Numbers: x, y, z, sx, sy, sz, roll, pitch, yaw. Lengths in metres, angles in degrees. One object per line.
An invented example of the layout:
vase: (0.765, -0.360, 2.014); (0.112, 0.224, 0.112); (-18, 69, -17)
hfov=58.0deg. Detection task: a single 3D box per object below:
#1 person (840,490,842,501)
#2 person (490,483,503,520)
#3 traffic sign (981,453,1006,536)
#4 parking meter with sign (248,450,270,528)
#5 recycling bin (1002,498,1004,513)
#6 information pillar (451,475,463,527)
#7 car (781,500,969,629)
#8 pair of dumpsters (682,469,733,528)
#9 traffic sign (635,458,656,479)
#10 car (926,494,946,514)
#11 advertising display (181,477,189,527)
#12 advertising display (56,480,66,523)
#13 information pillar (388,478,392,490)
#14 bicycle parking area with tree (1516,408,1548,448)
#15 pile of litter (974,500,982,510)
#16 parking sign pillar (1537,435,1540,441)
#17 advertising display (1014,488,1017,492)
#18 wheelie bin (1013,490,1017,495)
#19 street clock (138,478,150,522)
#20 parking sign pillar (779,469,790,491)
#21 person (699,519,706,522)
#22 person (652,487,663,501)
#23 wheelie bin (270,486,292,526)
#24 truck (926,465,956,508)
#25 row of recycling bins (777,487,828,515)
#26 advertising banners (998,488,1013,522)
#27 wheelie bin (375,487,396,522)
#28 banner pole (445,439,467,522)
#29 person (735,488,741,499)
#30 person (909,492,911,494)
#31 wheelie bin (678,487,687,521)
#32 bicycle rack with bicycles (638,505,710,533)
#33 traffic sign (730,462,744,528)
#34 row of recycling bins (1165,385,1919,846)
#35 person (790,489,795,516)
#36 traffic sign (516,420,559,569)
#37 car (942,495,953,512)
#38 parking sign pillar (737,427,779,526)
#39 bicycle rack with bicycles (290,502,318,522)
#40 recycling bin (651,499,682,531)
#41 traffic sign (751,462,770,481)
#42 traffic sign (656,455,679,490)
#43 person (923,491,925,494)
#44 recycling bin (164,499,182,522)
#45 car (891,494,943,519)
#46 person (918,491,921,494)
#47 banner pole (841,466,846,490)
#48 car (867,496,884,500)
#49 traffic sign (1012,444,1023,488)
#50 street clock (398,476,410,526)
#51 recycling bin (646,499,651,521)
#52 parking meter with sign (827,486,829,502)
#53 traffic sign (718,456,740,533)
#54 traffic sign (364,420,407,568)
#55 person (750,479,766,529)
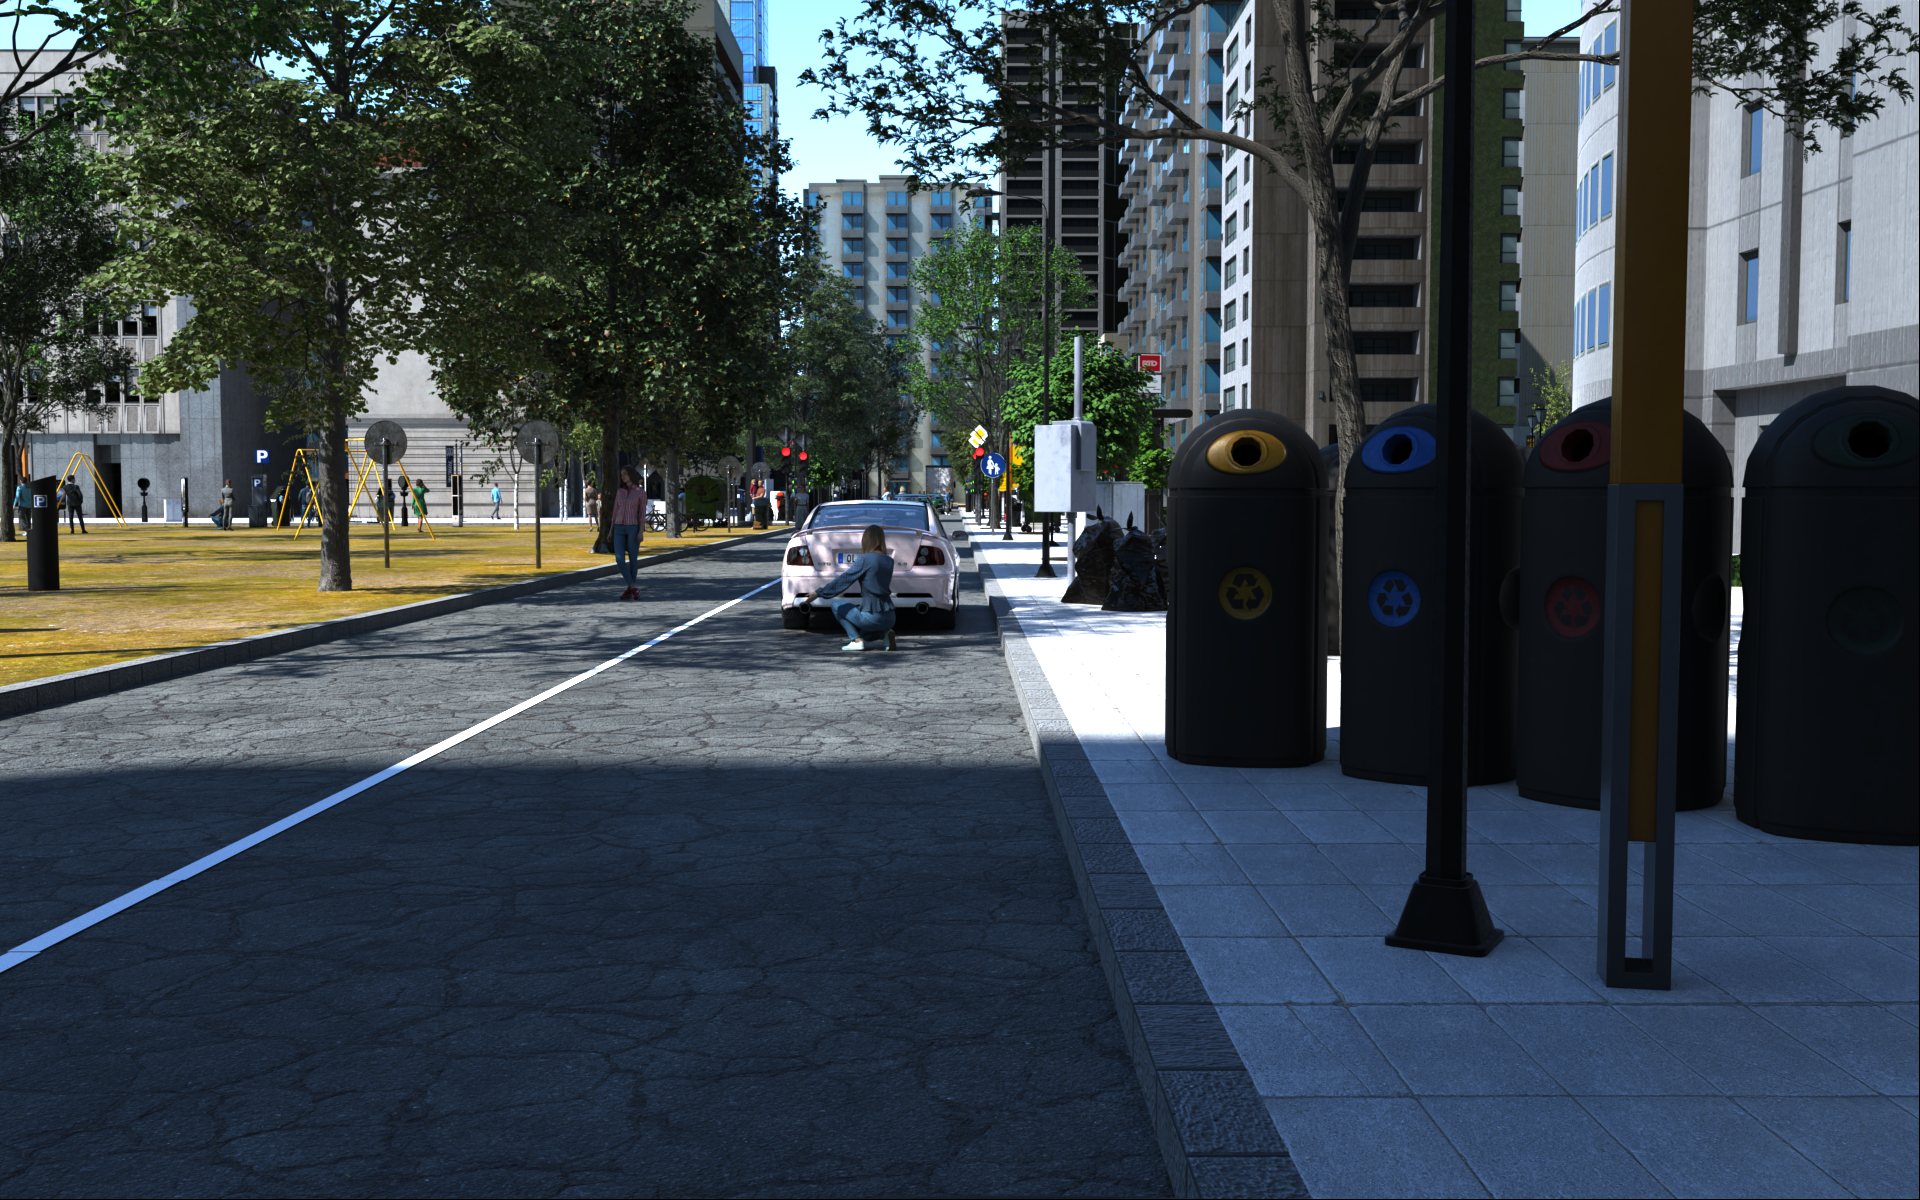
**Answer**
person: (-13.049, -11.136, 188.829); (1.217, 1.735, 0.721); (3, 5, 39)
person: (-23.355, -4.961, 87.021); (0.748, 1.841, 0.638); (-3, 5, -43)
traffic sign: (1.020, -3.259, 53.388); (0.768, 2.556, 0.104); (0, 4, 1)
parking meter with sign: (-27.135, -4.326, 66.995); (0.543, 3.016, 1.738); (-1, 4, -10)
recycling bin: (3.074, -6.559, 119.795); (0.722, 1.027, 0.722); (0, 4, 1)
information pillar: (-19.498, -3.833, 67.160); (0.304, 2.012, 0.304); (1, 4, 13)
car: (-0.945, -0.451, 19.729); (2.083, 1.381, 4.827); (0, 4, 1)
pair of dumpsters: (-9.754, -3.949, 67.057); (1.574, 2.255, 4.437); (0, 4, 0)
traffic sign: (-11.303, -3.822, 62.217); (0.795, 2.593, 0.064); (0, 4, 8)
car: (-1.946, -6.834, 123.529); (2.131, 1.459, 4.920); (0, 4, 2)
advertising display: (-30.209, -3.810, 67.499); (0.123, 1.923, 0.974); (-2, 4, -32)
advertising display: (-40.503, -4.416, 77.408); (0.974, 1.923, 0.123); (-2, 4, -32)
information pillar: (-26.855, -4.701, 81.354); (0.304, 2.012, 0.304); (-3, 4, -36)
bicycle parking area with tree: (20.281, -4.498, 60.550); (9.016, 4.147, 8.231); (2, 4, 29)
pile of litter: (1.372, -7.919, 143.437); (1.176, 0.858, 1.719); (0, 4, 0)
parking sign pillar: (26.843, -5.581, 79.717); (1.447, 3.967, 1.447); (2, 4, 29)
advertising display: (5.077, -8.703, 147.507); (0.974, 1.923, 0.123); (0, 4, -1)
wheelie bin: (3.762, -7.092, 123.867); (0.980, 1.594, 0.693); (3, 5, 42)
street clock: (-37.091, -4.537, 78.745); (0.471, 2.002, 0.358); (0, 4, 6)
parking sign pillar: (-11.358, -7.378, 109.102); (1.447, 3.967, 1.447); (3, 5, 42)
person: (-11.715, -4.419, 78.267); (0.580, 1.828, 0.573); (-1, 4, -11)
person: (-17.633, -5.870, 102.230); (1.509, 1.804, 0.699); (-2, 4, -24)
wheelie bin: (-26.984, -3.727, 68.846); (0.693, 1.594, 0.980); (-3, 5, -44)
truck: (-1.983, -11.310, 173.829); (2.839, 4.237, 11.283); (0, 4, 1)
row of recycling bins: (-9.610, -5.999, 105.199); (3.534, 1.692, 1.069); (2, 4, 24)
advertising banners: (2.155, -5.105, 79.661); (0.090, 3.025, 2.074); (-2, 4, -28)
wheelie bin: (-26.670, -4.442, 80.527); (0.693, 1.594, 0.980); (3, 4, 38)
banner pole: (-23.054, -5.427, 78.745); (0.401, 3.779, 0.863); (2, 4, 32)
person: (-17.568, -8.017, 137.799); (0.731, 1.740, 0.598); (-1, 4, -11)
person: (-6.035, -12.080, 206.830); (1.217, 1.723, 0.721); (-3, 5, -42)
wheelie bin: (-13.276, -4.521, 81.828); (0.980, 1.594, 0.693); (1, 4, 12)
bicycle rack with bicycles: (-9.951, -2.745, 58.264); (2.925, 0.926, 2.852); (0, 4, -5)
traffic sign: (-8.530, -3.984, 65.252); (0.768, 2.556, 0.104); (0, 4, 6)
row of recycling bins: (2.435, -0.030, 7.608); (3.534, 1.692, 1.069); (3, 5, 41)
person: (-9.819, -5.936, 103.328); (0.478, 1.798, 0.641); (2, 4, 31)
traffic sign: (-7.265, -1.815, 29.775); (0.768, 2.556, 0.104); (1, 4, 9)
car: (-1.617, -7.938, 142.149); (2.083, 1.381, 4.827); (0, 4, -1)
parking sign pillar: (-8.344, -5.006, 70.315); (1.447, 3.967, 1.447); (-1, 4, -18)
bicycle rack with bicycles: (-30.158, -4.075, 80.000); (2.852, 0.926, 2.925); (-2, 4, -24)
recycling bin: (-10.200, -2.930, 60.458); (0.722, 1.027, 0.722); (-3, 5, -44)
traffic sign: (-7.914, -4.185, 68.535); (0.768, 2.556, 0.104); (0, 4, 7)
traffic sign: (-9.493, -3.434, 56.258); (0.768, 2.556, 0.104); (0, 4, 1)
person: (-4.673, -13.345, 226.708); (0.705, 1.821, 1.348); (-2, 4, -26)
recycling bin: (-36.626, -4.162, 80.609); (0.722, 1.027, 0.722); (-2, 4, -28)
car: (-1.622, -2.784, 57.316); (2.131, 1.459, 4.920); (0, 4, -1)
person: (-4.857, -12.271, 209.273); (1.348, 1.807, 0.705); (0, 4, 4)
banner pole: (-8.173, -7.932, 119.711); (0.863, 3.779, 0.401); (3, 5, 41)
car: (-5.514, -6.280, 115.263); (1.945, 1.354, 3.894); (0, 4, -1)
traffic sign: (3.229, -4.723, 71.097); (2.265, 3.308, 0.079); (0, 4, 0)
street clock: (-22.042, -3.923, 68.703); (0.471, 2.002, 0.358); (3, 5, 39)
recycling bin: (-14.597, -4.250, 82.043); (0.722, 1.027, 0.722); (-1, 4, -23)
parking meter with sign: (-8.717, -7.111, 112.518); (0.543, 3.016, 1.738); (-1, 4, -14)
traffic sign: (-7.650, -3.500, 57.339); (0.768, 2.556, 0.104); (0, 4, 4)
traffic sign: (-9.933, -1.826, 29.958); (0.768, 2.556, 0.104); (0, 4, 5)
person: (-7.546, -3.571, 64.397); (0.580, 1.828, 0.573); (-2, 4, -23)
